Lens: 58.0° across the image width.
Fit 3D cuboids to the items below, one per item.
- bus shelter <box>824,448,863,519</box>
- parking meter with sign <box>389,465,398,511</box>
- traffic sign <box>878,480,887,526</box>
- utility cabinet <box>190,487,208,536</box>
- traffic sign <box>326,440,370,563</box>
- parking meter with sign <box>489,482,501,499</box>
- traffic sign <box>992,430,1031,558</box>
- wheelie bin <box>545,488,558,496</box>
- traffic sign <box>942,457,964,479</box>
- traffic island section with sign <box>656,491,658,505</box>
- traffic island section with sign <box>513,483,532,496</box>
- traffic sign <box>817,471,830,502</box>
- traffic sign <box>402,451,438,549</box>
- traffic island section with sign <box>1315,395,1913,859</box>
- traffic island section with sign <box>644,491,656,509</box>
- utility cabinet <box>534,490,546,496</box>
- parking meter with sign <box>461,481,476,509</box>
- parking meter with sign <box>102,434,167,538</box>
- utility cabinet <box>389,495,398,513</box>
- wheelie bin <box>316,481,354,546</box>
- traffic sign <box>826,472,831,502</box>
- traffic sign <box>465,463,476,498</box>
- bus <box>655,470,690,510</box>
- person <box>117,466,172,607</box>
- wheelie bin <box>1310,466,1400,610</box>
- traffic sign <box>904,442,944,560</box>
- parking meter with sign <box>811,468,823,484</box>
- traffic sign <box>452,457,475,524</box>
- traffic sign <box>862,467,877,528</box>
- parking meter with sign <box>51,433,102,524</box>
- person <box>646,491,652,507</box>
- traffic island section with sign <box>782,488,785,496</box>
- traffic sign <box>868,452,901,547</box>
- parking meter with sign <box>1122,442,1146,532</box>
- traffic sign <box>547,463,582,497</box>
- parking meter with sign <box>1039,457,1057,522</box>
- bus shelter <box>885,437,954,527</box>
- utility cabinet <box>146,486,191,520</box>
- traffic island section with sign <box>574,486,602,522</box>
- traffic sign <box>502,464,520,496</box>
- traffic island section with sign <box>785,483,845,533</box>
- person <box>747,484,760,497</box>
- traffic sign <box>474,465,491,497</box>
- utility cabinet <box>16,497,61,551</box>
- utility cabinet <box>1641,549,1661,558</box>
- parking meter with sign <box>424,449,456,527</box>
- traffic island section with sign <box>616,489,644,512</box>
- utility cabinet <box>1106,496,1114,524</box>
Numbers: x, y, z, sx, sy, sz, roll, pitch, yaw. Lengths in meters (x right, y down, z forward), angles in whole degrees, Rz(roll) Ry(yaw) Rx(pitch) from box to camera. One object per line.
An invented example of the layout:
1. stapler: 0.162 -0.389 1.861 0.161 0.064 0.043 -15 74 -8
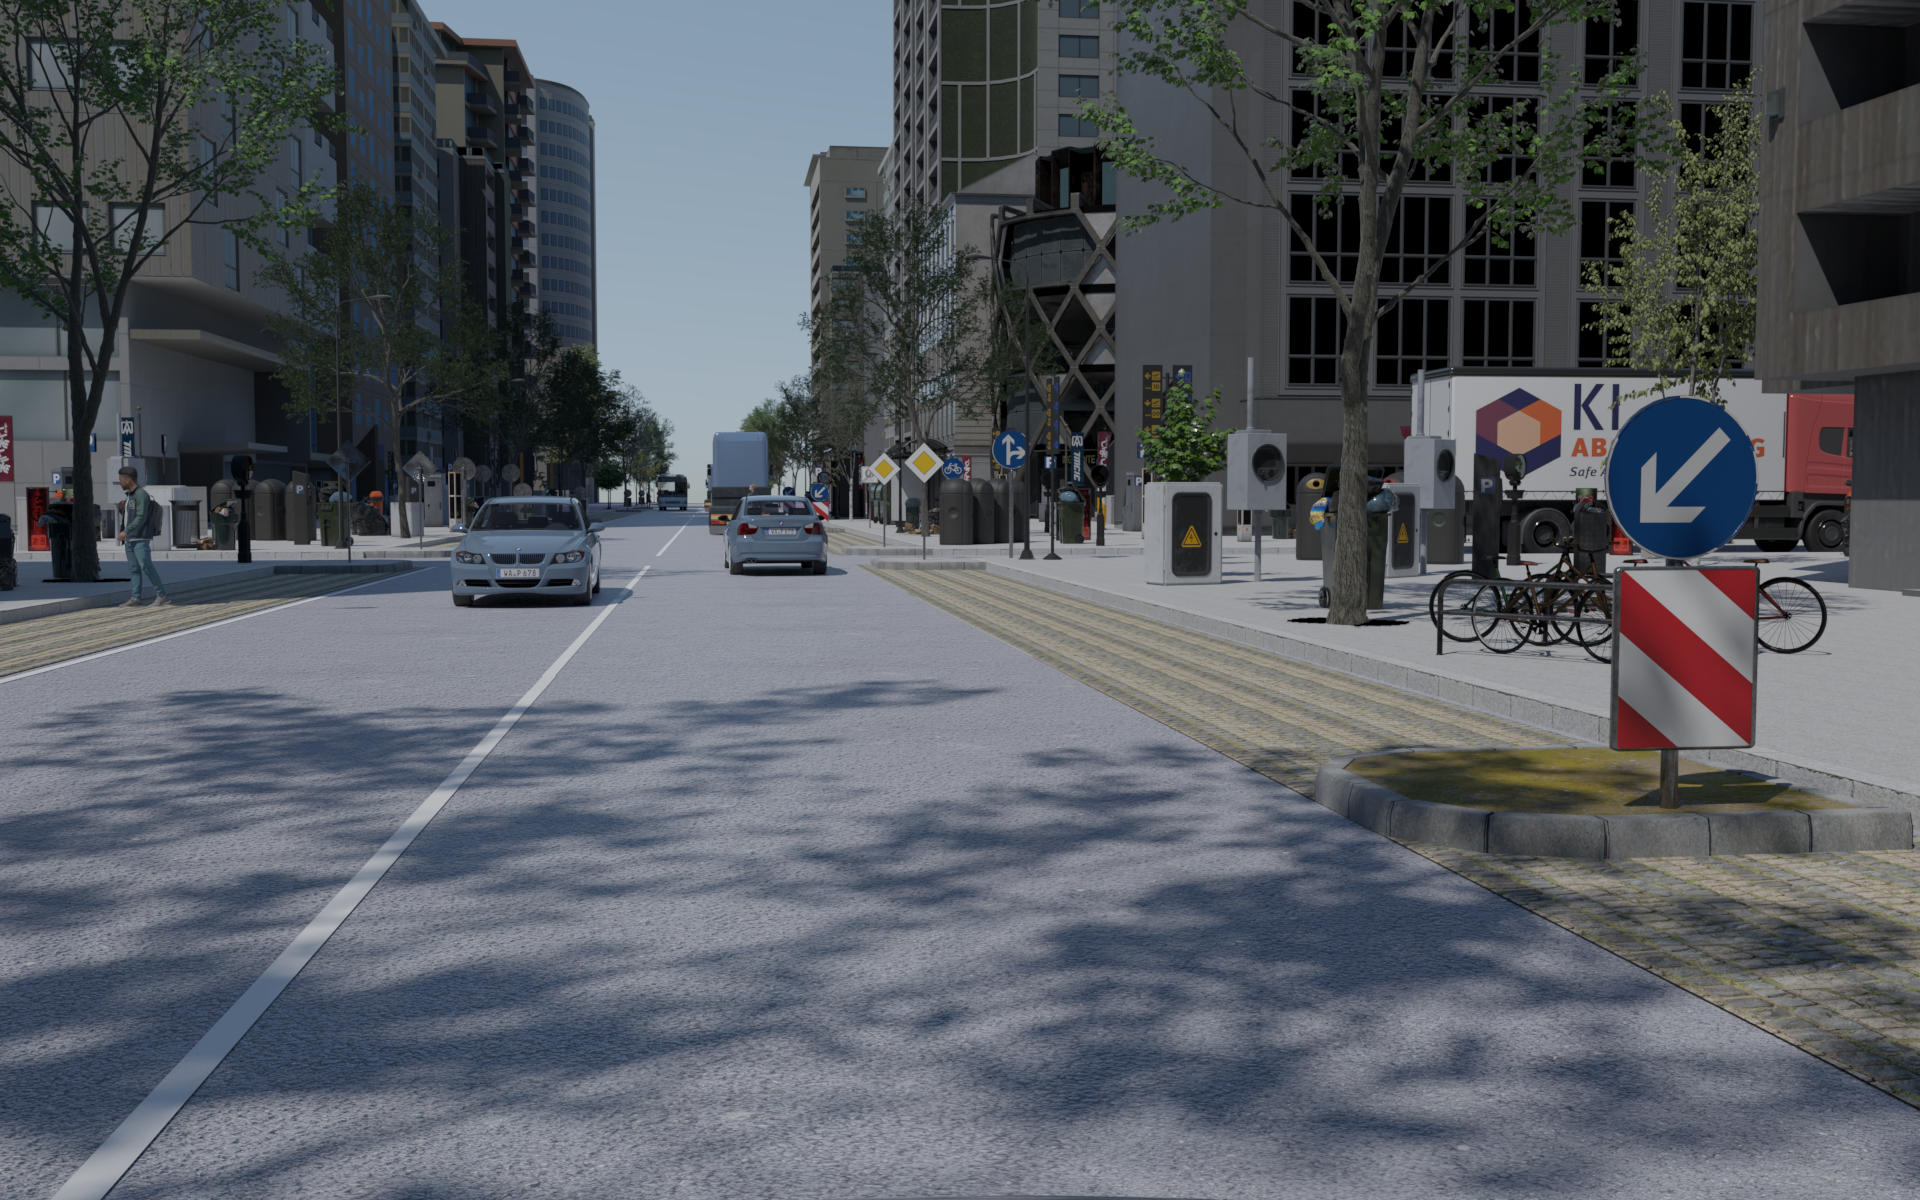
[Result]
1. bus shelter: -6.158 -6.152 91.873 1.731 3.624 6.357 0 4 -8
2. parking meter with sign: -30.914 -6.023 94.729 0.543 3.016 1.738 -2 4 -28
3. traffic sign: -2.964 -4.226 69.093 0.884 2.594 0.081 0 4 -1
4. utility cabinet: -23.462 -2.677 52.450 1.173 1.500 0.318 -3 5 -40
5. traffic sign: -11.390 -1.751 32.270 0.795 2.450 0.064 0 4 -8
6. parking meter with sign: -30.299 -7.134 112.901 0.543 3.016 1.738 2 4 27
7. traffic sign: 1.025 -2.112 34.644 0.768 2.556 0.104 0 4 -3
8. wheelie bin: -22.878 -5.452 97.051 0.693 1.594 0.980 -2 4 -30
9. traffic sign: -0.240 -3.668 60.078 0.768 2.556 0.104 0 4 1
10. traffic island section with sign: -37.973 -12.870 219.056 1.989 1.847 2.006 0 4 -8
11. traffic island section with sign: -15.677 -3.278 62.216 1.989 1.847 2.006 0 4 -8
12. traffic sign: -7.507 -5.845 95.669 0.768 2.556 0.104 0 4 0
13. traffic sign: -12.514 -2.234 40.175 0.795 2.450 0.064 0 4 -8
14. traffic island section with sign: 2.695 0.055 7.728 1.989 1.847 2.006 0 4 -8
15. traffic island section with sign: -30.435 -9.625 165.988 1.989 1.847 2.006 0 4 -8
16. utility cabinet: -25.001 -5.759 102.838 0.318 1.500 1.173 -3 5 -44
17. parking meter with sign: -28.131 -6.224 98.029 1.738 3.016 0.543 1 4 15
18. parking meter with sign: -24.032 -3.310 50.381 1.738 3.016 0.543 -1 4 -19
19. utility cabinet: -27.289 -4.453 83.961 0.306 1.237 1.020 1 4 10
20. wheelie bin: -15.330 -2.118 42.530 0.980 1.594 0.693 1 4 22
21. traffic sign: -7.748 -6.149 100.634 0.768 2.556 0.104 0 4 -6
22. traffic sign: -18.111 -3.872 63.421 0.768 2.556 0.104 0 4 2
23. bus: -25.669 -9.781 154.779 2.948 3.499 13.247 -1 4 -9
24. person: -10.380 -0.796 21.855 0.623 1.781 0.721 3 4 38
25. wheelie bin: 4.430 -0.698 19.317 0.980 1.594 0.693 0 4 -5
26. traffic sign: -0.700 -1.842 33.763 0.795 2.450 0.064 0 4 -8
27. parking meter with sign: -9.451 -7.158 113.286 0.543 3.016 1.738 1 4 10
28. traffic sign: -17.281 -3.681 60.298 0.768 2.556 0.104 0 4 -3
29. traffic sign: -3.370 -3.831 64.772 0.606 2.300 0.079 0 4 -1
30. parking meter with sign: -25.218 -3.215 48.827 0.543 3.016 1.738 1 4 20
31. person: -31.885 -10.325 177.754 0.568 1.767 0.683 1 4 19
32. traffic island section with sign: -9.123 -5.036 90.962 1.989 1.847 2.006 0 4 -8
33. traffic sign: -1.824 -2.326 41.669 0.795 2.450 0.064 0 4 -8
34. parking meter with sign: 5.995 -3.842 59.081 0.543 3.016 1.738 -1 4 -16
35. traffic sign: -25.891 -7.305 113.316 2.265 3.308 0.079 0 4 -3
36. parking meter with sign: 4.003 -5.107 79.768 0.543 3.016 1.738 1 4 15
37. bus shelter: -1.587 -4.294 64.133 2.014 3.302 5.546 0 4 -8
38. utility cabinet: -20.832 -2.238 45.265 1.173 1.500 0.318 1 4 9
39. traffic island section with sign: -19.515 -4.932 89.263 1.989 1.847 2.006 0 4 -8
40. traffic sign: -19.016 -4.480 73.353 0.768 2.556 0.104 0 4 -4
41. traffic island section with sign: -5.346 -3.403 64.271 1.989 1.847 2.006 0 4 -8
42. person: -6.887 -3.016 58.231 0.534 1.772 0.576 1 4 18
43. traffic sign: -20.895 -4.630 75.802 0.768 2.556 0.104 0 4 -6
44. utility cabinet: -20.849 -1.716 39.226 1.020 1.237 0.306 1 4 20
45. utility cabinet: 14.051 -1.592 34.705 1.173 1.500 0.318 -3 5 -44
46. parking meter with sign: -20.294 -4.310 66.725 1.738 3.016 0.543 -1 4 -15
47. traffic island section with sign: -26.581 -7.970 138.929 1.989 1.847 2.006 0 4 -8
48. utility cabinet: 6.632 -3.809 73.444 0.306 1.237 1.020 3 5 44
